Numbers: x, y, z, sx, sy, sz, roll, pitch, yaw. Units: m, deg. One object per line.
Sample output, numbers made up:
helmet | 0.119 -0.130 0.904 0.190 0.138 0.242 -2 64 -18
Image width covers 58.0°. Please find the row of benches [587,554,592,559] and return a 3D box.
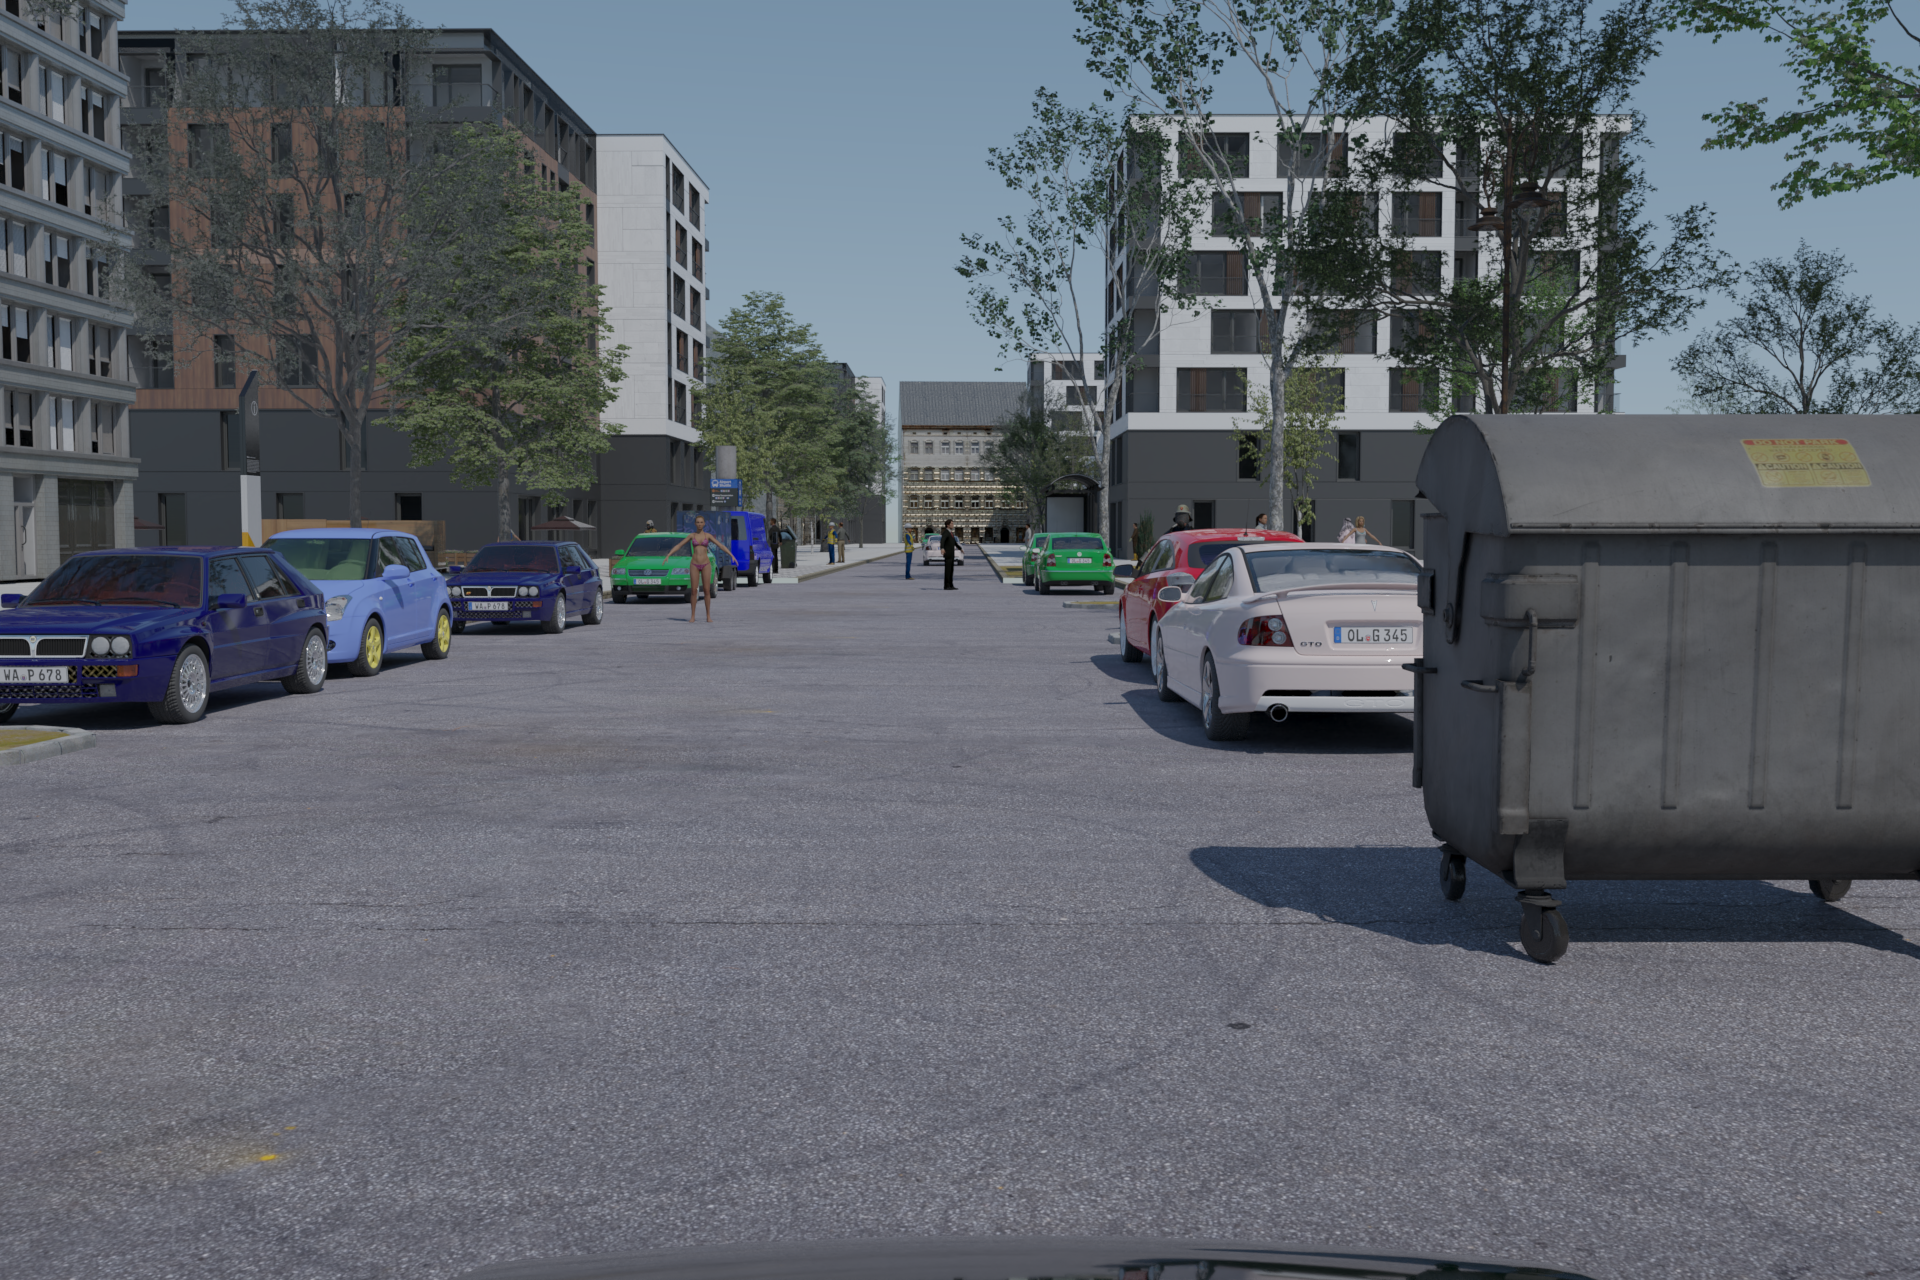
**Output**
row of benches | -11.809 -2.322 53.423 1.422 0.672 4.104 0 4 -7

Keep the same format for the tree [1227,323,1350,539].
tree | 11.434 -6.652 59.122 4.737 8.622 4.395 0 3 0

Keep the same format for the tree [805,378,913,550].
tree | -9.298 -13.812 136.202 12.009 13.543 11.850 0 3 0

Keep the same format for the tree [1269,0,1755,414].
tree | 8.040 -5.637 26.572 7.601 10.594 8.767 -2 4 -28

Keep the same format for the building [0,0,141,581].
building | -28.352 -11.976 42.486 8.464 21.280 15.925 0 4 1

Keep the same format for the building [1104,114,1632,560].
building | 22.132 -15.714 100.893 27.936 21.610 32.646 0 3 0

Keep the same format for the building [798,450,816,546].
building | -26.466 -22.370 196.675 19.493 23.208 18.063 0 3 0

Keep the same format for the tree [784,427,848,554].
tree | -9.335 -9.767 110.054 4.737 8.622 4.395 0 3 0

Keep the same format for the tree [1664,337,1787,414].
tree | 28.262 -7.036 65.396 4.360 8.622 3.978 0 3 0

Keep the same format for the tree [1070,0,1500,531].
tree | 10.085 -11.658 46.505 12.611 20.169 13.585 0 3 0

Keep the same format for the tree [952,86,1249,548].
tree | 5.673 -13.290 73.187 12.611 20.169 13.585 0 3 0

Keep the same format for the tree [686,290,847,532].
tree | -9.389 -9.992 81.499 7.486 12.596 7.792 0 3 0

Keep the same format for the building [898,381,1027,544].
building | 0.400 -25.340 247.690 18.063 23.208 19.493 0 4 -4

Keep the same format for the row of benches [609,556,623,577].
row of benches | -10.153 -2.317 53.341 1.422 0.672 4.104 0 4 -1

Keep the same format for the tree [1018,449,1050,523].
tree | 6.857 -11.862 144.301 4.360 8.622 3.978 0 3 0

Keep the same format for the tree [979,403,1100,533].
tree | 5.861 -11.532 122.968 8.767 10.594 7.601 -1 4 -18

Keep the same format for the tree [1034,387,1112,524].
tree | 5.725 -8.323 86.443 4.360 8.622 3.978 0 3 0

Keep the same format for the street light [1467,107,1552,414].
street light | 6.094 -2.849 19.377 0.468 5.910 1.993 0 3 0

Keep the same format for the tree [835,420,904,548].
tree | -8.924 -14.113 156.501 9.928 11.665 9.643 0 3 0

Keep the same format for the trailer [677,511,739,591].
trailer | -6.438 -2.204 43.082 1.471 1.999 3.904 0 4 0

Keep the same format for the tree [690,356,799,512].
tree | -9.140 -7.451 72.182 4.737 8.622 4.395 0 3 0

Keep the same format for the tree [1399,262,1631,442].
tree | 20.416 -8.469 64.217 9.928 11.665 9.643 0 3 0

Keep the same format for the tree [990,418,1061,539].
tree | 6.417 -13.920 153.349 9.928 11.665 9.643 0 3 0

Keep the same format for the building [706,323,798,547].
building | -26.641 -21.022 174.631 19.493 23.208 18.063 0 4 1

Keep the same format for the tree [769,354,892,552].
tree | -9.518 -13.099 120.821 9.857 13.997 8.962 0 3 0

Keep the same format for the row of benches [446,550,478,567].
row of benches | -18.904 -3.214 68.014 4.104 0.672 1.422 1 4 22

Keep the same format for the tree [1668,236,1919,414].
tree | 26.804 -7.299 53.744 8.767 10.594 7.601 0 4 3

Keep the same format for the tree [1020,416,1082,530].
tree | 5.848 -9.684 108.693 4.737 8.622 4.395 0 3 0

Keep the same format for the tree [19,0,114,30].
tree | -12.346 -6.320 13.710 12.009 13.543 11.850 0 3 0

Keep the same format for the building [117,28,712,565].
building | -29.073 -14.856 86.873 27.936 21.610 32.646 0 4 1

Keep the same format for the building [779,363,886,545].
building | -24.076 -23.158 222.613 27.936 21.610 32.646 0 4 0

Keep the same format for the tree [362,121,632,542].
tree | -13.260 -7.988 48.730 7.486 12.596 7.792 0 3 0

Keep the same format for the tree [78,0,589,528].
tree | -12.884 -7.716 36.531 12.009 13.543 11.850 0 3 0

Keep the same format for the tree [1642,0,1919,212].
tree | 9.058 -5.394 13.941 9.928 11.665 9.643 0 3 0

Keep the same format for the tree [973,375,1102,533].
tree | 6.179 -13.693 134.254 12.009 13.543 11.850 0 3 0

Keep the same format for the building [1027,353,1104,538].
building | 22.022 -22.460 211.191 27.936 21.610 32.646 0 4 1

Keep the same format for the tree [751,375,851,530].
tree | -9.331 -10.013 98.122 7.601 10.594 8.767 -3 5 -44
